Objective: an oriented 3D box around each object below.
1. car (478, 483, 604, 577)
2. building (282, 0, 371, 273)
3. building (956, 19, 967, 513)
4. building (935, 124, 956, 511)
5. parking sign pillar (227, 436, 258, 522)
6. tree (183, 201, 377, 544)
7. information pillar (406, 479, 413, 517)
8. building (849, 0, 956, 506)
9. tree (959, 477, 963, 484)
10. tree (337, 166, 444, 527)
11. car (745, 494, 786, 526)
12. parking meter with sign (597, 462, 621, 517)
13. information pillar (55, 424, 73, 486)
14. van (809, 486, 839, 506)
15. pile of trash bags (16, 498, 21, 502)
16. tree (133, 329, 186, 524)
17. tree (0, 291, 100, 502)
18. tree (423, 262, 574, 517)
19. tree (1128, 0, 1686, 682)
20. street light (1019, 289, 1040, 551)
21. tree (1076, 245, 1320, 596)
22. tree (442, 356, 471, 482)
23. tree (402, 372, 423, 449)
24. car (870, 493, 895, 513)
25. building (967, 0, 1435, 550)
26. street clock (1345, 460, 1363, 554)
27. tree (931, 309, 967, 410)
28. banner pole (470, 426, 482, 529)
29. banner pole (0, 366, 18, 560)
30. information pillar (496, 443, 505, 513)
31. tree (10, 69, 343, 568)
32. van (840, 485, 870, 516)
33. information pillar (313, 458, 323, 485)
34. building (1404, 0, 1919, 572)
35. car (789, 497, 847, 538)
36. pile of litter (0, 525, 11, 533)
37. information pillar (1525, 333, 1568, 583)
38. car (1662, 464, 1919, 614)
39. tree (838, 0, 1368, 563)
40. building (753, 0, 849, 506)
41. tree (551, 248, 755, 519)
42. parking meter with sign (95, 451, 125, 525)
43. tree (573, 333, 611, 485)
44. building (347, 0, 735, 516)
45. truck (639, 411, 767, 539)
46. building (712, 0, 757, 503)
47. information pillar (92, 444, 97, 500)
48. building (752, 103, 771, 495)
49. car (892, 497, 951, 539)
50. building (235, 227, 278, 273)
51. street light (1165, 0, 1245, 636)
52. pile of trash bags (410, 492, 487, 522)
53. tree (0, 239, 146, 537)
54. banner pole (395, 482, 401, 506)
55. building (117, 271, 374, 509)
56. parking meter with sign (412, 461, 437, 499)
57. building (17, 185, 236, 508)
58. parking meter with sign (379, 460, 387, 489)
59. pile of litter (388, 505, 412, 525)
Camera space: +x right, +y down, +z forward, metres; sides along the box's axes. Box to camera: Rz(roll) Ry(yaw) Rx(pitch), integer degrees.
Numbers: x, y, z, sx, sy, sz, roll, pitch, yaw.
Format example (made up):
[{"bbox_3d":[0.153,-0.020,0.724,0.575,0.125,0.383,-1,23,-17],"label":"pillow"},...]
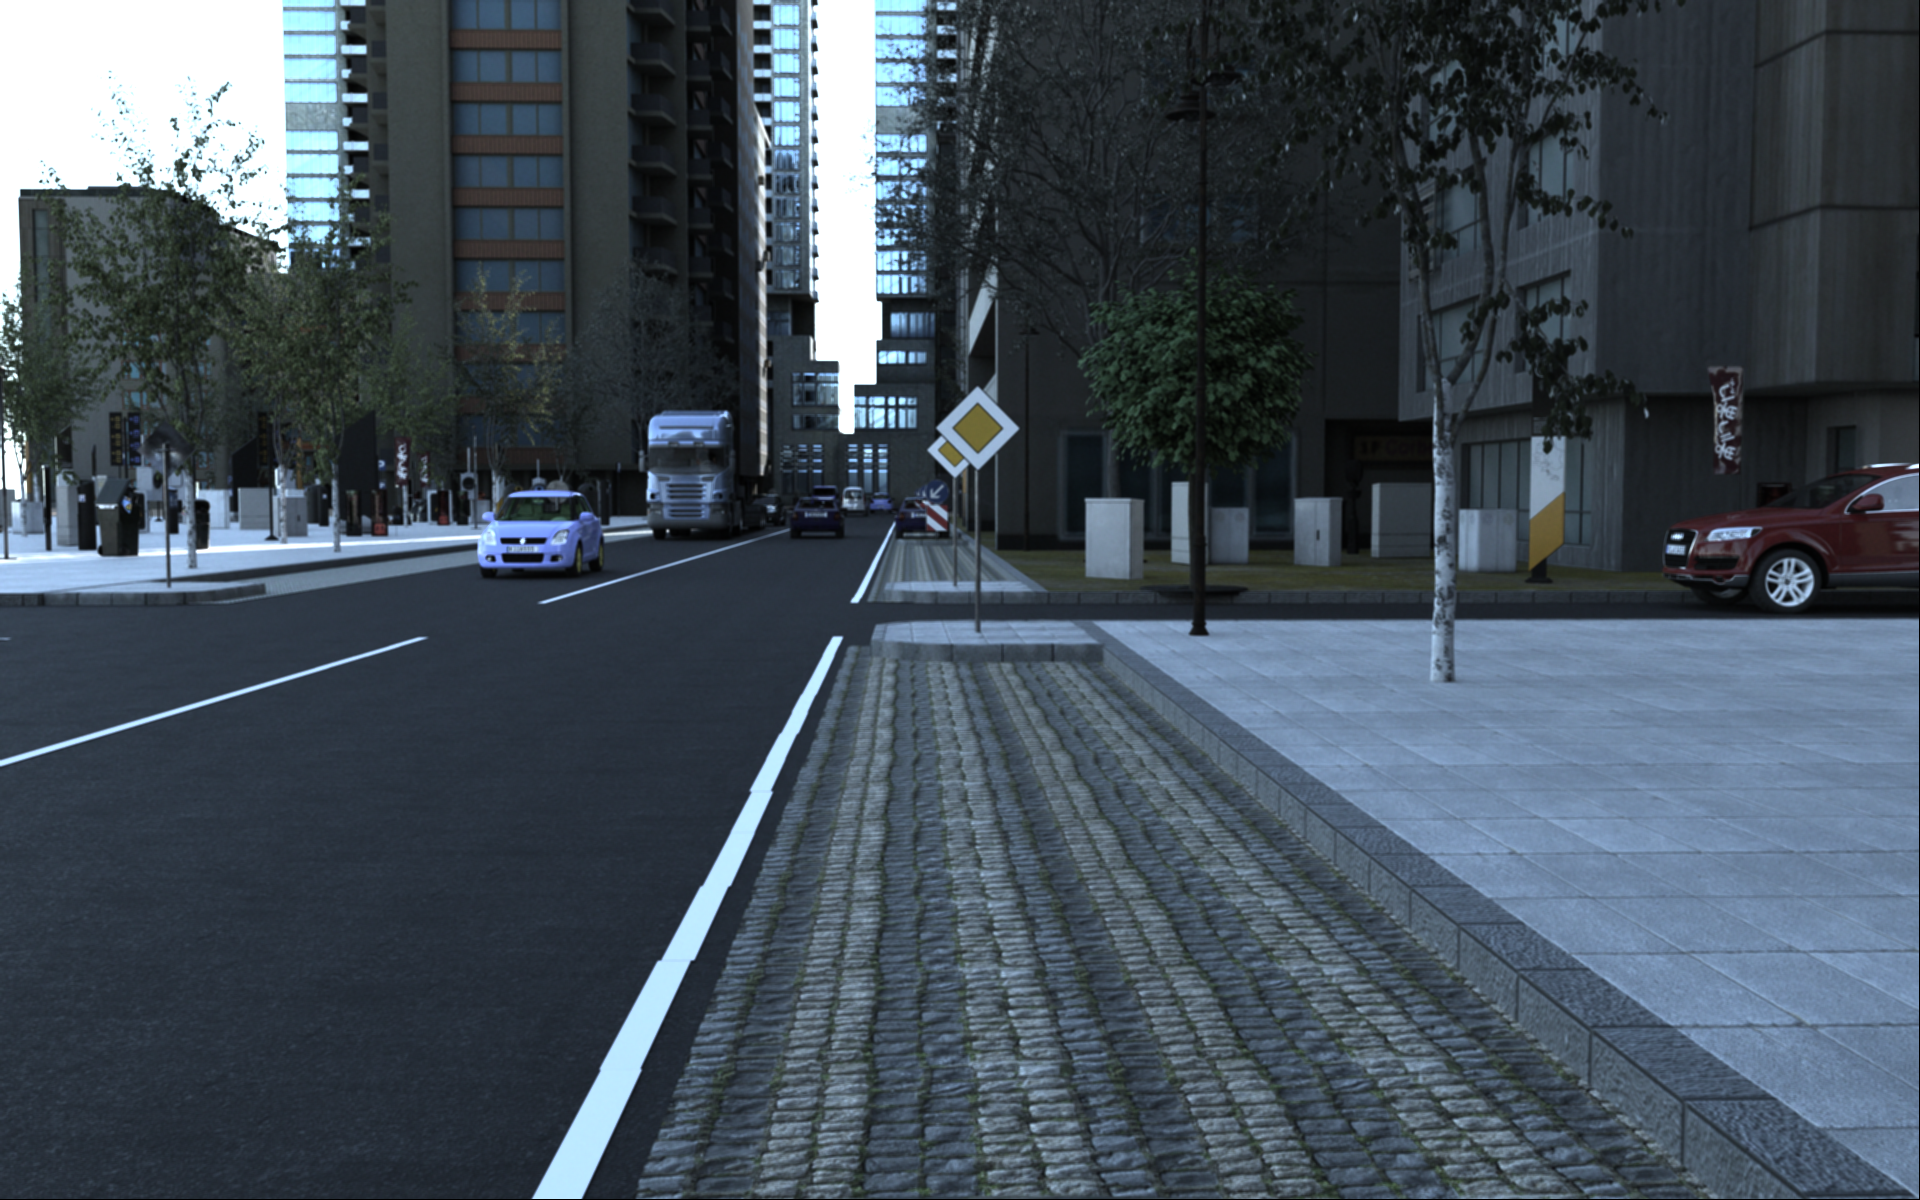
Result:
[{"bbox_3d":[-7.445,-1.305,30.932,1.945,1.707,3.694,0,4,-3],"label":"car"},{"bbox_3d":[-60.397,-53.682,190.373,31.000,86.520,22.319,0,4,-2],"label":"building"},{"bbox_3d":[10.249,-35.111,116.068,21.231,58.520,28.212,0,4,-2],"label":"building"},{"bbox_3d":[5.234,-22.418,138.237,14.160,30.474,14.107,0,4,-2],"label":"building"},{"bbox_3d":[-33.361,-5.631,80.545,1.447,3.967,1.447,2,4,34],"label":"parking sign pillar"},{"bbox_3d":[-17.261,-5.765,44.613,4.360,8.622,3.978,0,3,0],"label":"tree"},{"bbox_3d":[-26.030,-4.722,81.700,0.304,2.012,0.304,2,4,34],"label":"information pillar"},{"bbox_3d":[2.331,-53.789,192.125,31.000,86.520,22.319,0,4,-2],"label":"building"},{"bbox_3d":[0.639,-6.558,101.830,1.663,3.219,1.824,0,3,0],"label":"tree"},{"bbox_3d":[-14.054,-5.366,38.100,4.737,8.622,4.395,0,3,0],"label":"tree"},{"bbox_3d":[-8.848,-4.168,77.934,2.009,1.686,4.222,0,4,0],"label":"car"},{"bbox_3d":[-19.660,-6.081,95.691,1.738,3.016,0.543,0,4,8],"label":"parking meter with sign"},{"bbox_3d":[-29.944,-4.074,57.960,0.504,3.616,0.183,-3,4,-37],"label":"information pillar"},{"bbox_3d":[-10.020,-7.585,128.391,2.240,2.365,5.245,0,4,-2],"label":"van"},{"bbox_3d":[-53.167,-5.260,95.749,3.447,1.369,1.912,-3,4,-36],"label":"pile of trash bags"},{"bbox_3d":[-33.649,-7.583,74.350,4.360,8.622,3.978,0,3,0],"label":"tree"},{"bbox_3d":[-33.379,-6.878,62.812,4.360,8.622,3.978,0,3,0],"label":"tree"},{"bbox_3d":[-14.837,-6.458,55.952,4.360,8.622,3.978,0,3,0],"label":"tree"},{"bbox_3d":[3.142,-3.736,11.451,4.360,8.622,3.978,0,3,0],"label":"tree"},{"bbox_3d":[1.502,-4.046,38.932,0.468,5.910,1.993,0,4,-2],"label":"street light"},{"bbox_3d":[3.189,-2.407,23.072,4.285,4.588,4.351,0,3,0],"label":"tree"},{"bbox_3d":[-21.195,-7.102,66.477,4.737,8.622,4.395,0,3,0],"label":"tree"},{"bbox_3d":[-28.778,-8.914,96.105,4.360,8.622,3.978,0,3,0],"label":"tree"},{"bbox_3d":[-5.895,-7.400,130.576,1.945,1.707,3.694,0,3,0],"label":"car"},{"bbox_3d":[11.186,-26.004,48.872,21.300,48.544,21.600,0,4,-2],"label":"building"},{"bbox_3d":[8.410,-1.984,37.002,0.358,2.002,0.471,2,4,35],"label":"street clock"},{"bbox_3d":[1.062,-7.029,65.288,4.360,8.622,3.978,0,3,0],"label":"tree"},{"bbox_3d":[-17.699,-4.481,63.276,0.401,3.779,0.863,-1,4,-20],"label":"banner pole"},{"bbox_3d":[-18.941,-2.683,33.890,0.863,3.779,0.401,0,4,4],"label":"banner pole"},{"bbox_3d":[-20.818,-5.326,78.435,0.183,3.616,0.504,2,4,23],"label":"information pillar"},{"bbox_3d":[-13.529,-4.851,29.679,4.737,8.622,4.395,0,3,0],"label":"tree"},{"bbox_3d":[-6.837,-6.443,112.359,2.013,2.044,4.112,0,4,-1],"label":"van"},{"bbox_3d":[-34.136,-6.171,92.244,0.504,3.616,0.183,-1,4,-22],"label":"information pillar"},{"bbox_3d":[16.755,-21.221,30.562,14.086,41.232,14.154,0,4,-2],"label":"building"},{"bbox_3d":[-4.715,-2.745,57.462,1.945,1.354,3.894,0,4,-3],"label":"car"},{"bbox_3d":[-32.210,-2.645,57.219,1.176,0.858,1.719,3,5,40],"label":"pile of litter"},{"bbox_3d":[8.435,-2.050,24.875,0.504,3.616,0.183,2,4,35],"label":"information pillar"},{"bbox_3d":[11.519,-0.790,21.585,5.304,1.827,2.281,0,4,0],"label":"car"},{"bbox_3d":[2.851,-7.454,32.238,12.009,13.543,11.850,0,3,0],"label":"tree"},{"bbox_3d":[-28.653,-53.730,191.152,31.000,86.520,22.319,0,4,-2],"label":"building"},{"bbox_3d":[-15.725,-10.846,87.709,12.009,13.543,11.850,0,3,0],"label":"tree"},{"bbox_3d":[-34.880,-4.561,70.841,1.738,3.016,0.543,2,4,29],"label":"parking meter with sign"},{"bbox_3d":[-17.068,-7.582,74.334,4.360,8.622,3.978,0,3,0],"label":"tree"},{"bbox_3d":[-26.550,-27.990,112.256,22.147,44.769,28.867,0,4,-2],"label":"building"},{"bbox_3d":[-8.761,-4.404,61.770,2.967,4.110,18.799,0,4,-2],"label":"truck"},{"bbox_3d":[-23.427,-29.608,134.203,14.600,45.320,14.200,0,4,-2],"label":"building"},{"bbox_3d":[-40.540,-5.492,81.149,0.183,3.616,0.504,-1,4,-15],"label":"information pillar"},{"bbox_3d":[-29.751,-28.488,157.656,23.993,40.220,32.217,0,4,-2],"label":"building"},{"bbox_3d":[-1.239,-2.658,56.044,1.945,1.354,3.894,0,4,-3],"label":"car"},{"bbox_3d":[-82.812,-25.403,187.033,14.107,30.474,14.160,0,4,-2],"label":"building"},{"bbox_3d":[2.175,-2.618,15.589,0.468,5.910,1.993,0,4,-2],"label":"street light"},{"bbox_3d":[-23.777,-4.330,80.543,3.447,1.369,1.912,-2,4,-25],"label":"pile of trash bags"},{"bbox_3d":[-28.062,-6.218,52.027,4.737,8.622,4.395,0,3,0],"label":"tree"},{"bbox_3d":[-25.147,-5.349,77.474,0.401,3.779,0.863,-2,4,-32],"label":"banner pole"},{"bbox_3d":[-56.776,-19.259,159.931,28.899,21.520,27.650,0,4,-2],"label":"building"},{"bbox_3d":[-28.446,-5.917,92.999,1.738,3.016,0.543,-1,4,-13],"label":"parking meter with sign"},{"bbox_3d":[-79.467,-24.118,166.035,14.107,30.474,14.160,0,4,-2],"label":"building"},{"bbox_3d":[-29.312,-5.595,87.743,0.543,3.016,1.738,-1,4,-21],"label":"parking meter with sign"},{"bbox_3d":[-23.402,-3.518,71.486,1.719,0.858,1.176,-3,4,-37],"label":"pile of litter"}]
